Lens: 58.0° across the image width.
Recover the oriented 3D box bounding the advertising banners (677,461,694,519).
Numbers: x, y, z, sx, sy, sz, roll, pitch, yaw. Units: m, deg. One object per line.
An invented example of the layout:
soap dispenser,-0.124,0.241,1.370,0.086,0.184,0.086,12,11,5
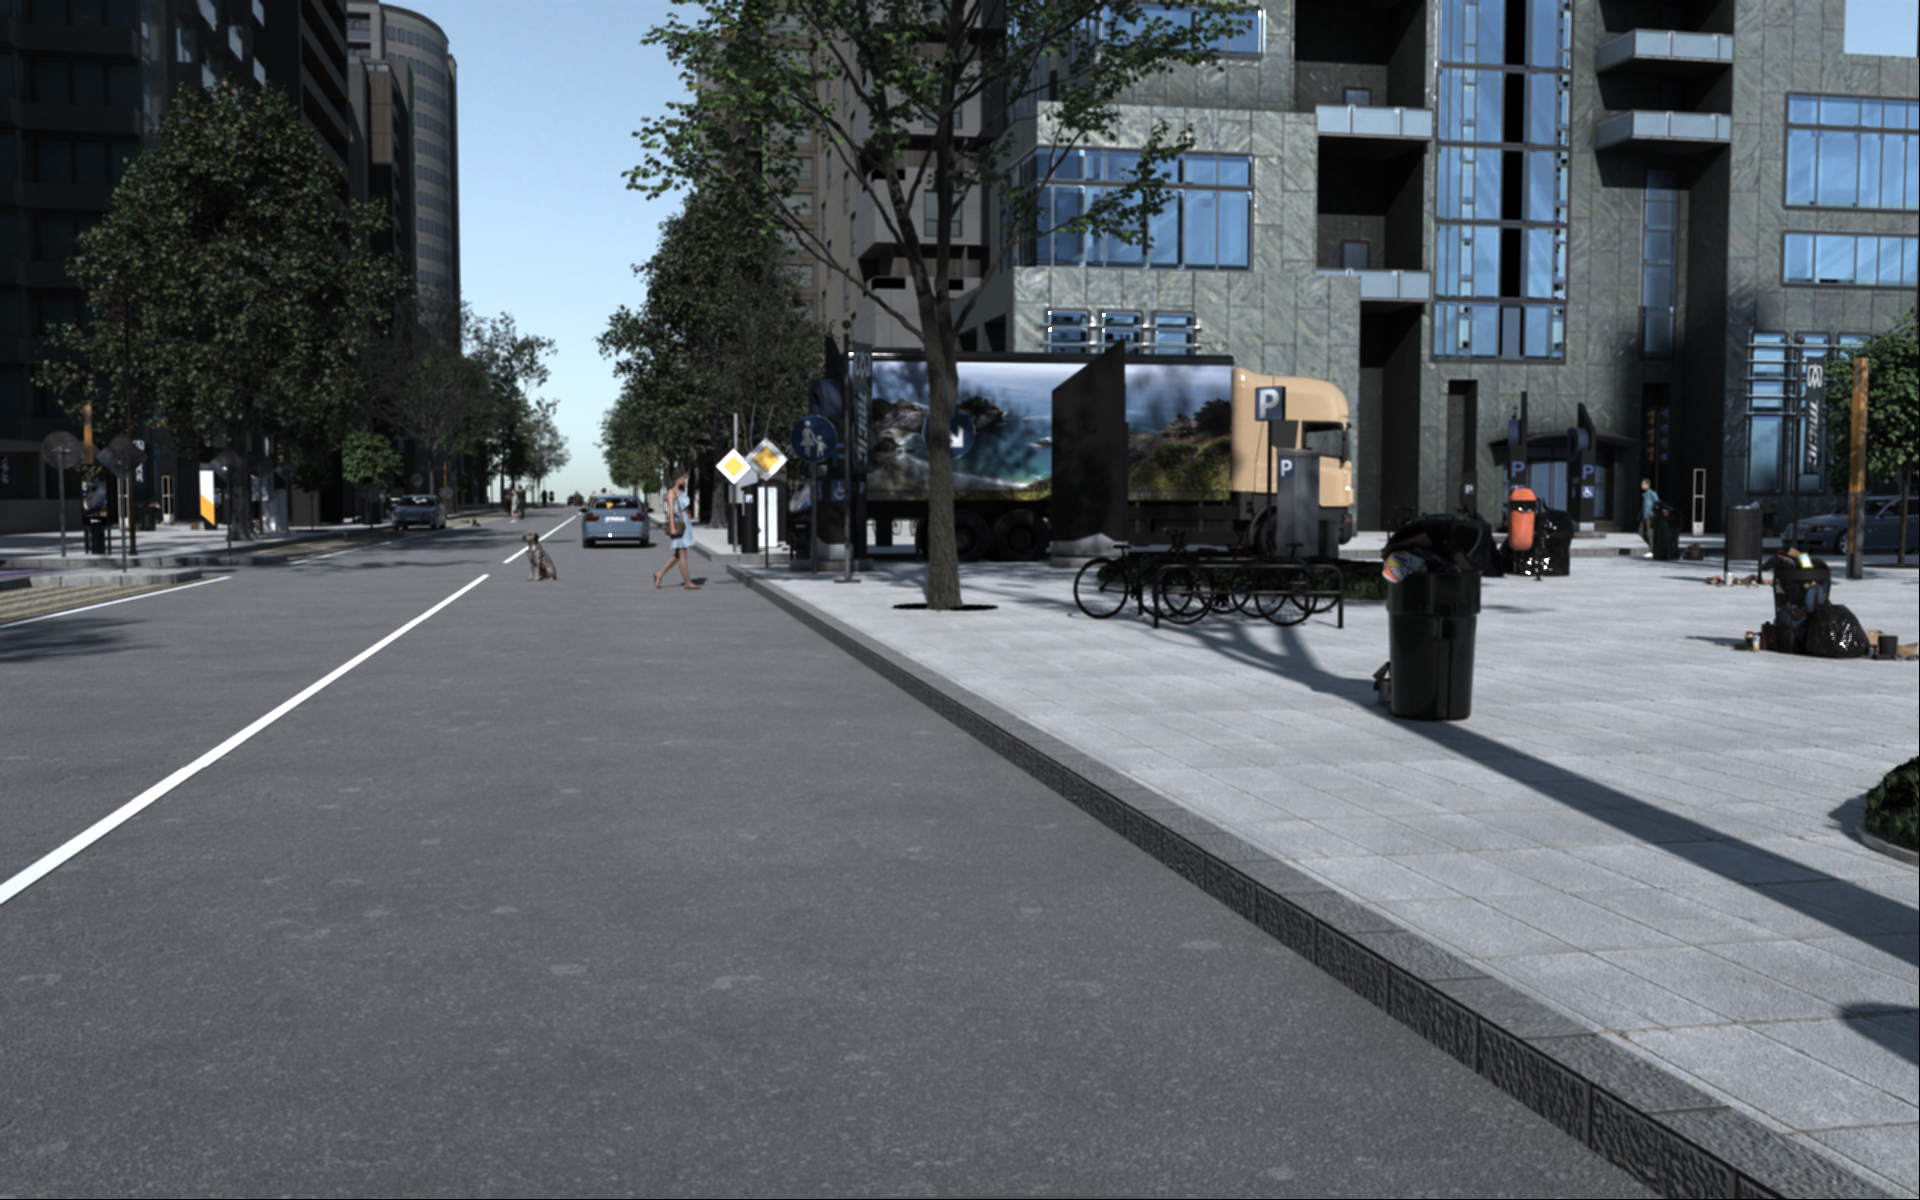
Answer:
advertising banners,-13.858,-5.654,88.632,0.090,3.025,2.074,2,4,26

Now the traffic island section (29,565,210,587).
traffic island section,-13.646,-0.365,28.249,2.009,0.180,2.903,-1,4,-11

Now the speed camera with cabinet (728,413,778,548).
speed camera with cabinet,-5.007,-2.904,41.816,0.660,3.252,2.038,-2,4,-26

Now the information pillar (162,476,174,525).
information pillar,-32.655,-4.095,71.440,0.304,2.012,0.304,1,4,11

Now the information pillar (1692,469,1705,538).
information pillar,21.758,-2.847,51.034,0.304,2.012,0.304,1,4,18

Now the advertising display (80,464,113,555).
advertising display,-18.350,-1.934,36.828,0.974,1.923,0.123,2,4,33

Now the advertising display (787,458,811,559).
advertising display,-2.809,-1.573,30.938,0.123,1.923,0.974,-2,4,-34

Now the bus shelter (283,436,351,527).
bus shelter,-26.078,-4.842,70.451,1.731,3.624,6.357,-1,4,-12

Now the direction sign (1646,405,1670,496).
direction sign,17.887,-3.209,44.469,0.379,3.537,0.876,-1,4,-13

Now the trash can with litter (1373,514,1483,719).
trash can with litter,2.655,0.074,10.174,0.624,1.170,1.055,0,4,-2

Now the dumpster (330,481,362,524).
dumpster,-27.027,-4.298,76.027,1.264,1.857,1.865,-1,4,-12

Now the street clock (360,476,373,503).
street clock,-24.349,-4.069,71.095,0.358,2.002,0.471,2,4,31

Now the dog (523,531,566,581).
dog,-6.834,-0.728,28.742,0.800,0.831,0.513,-1,4,-13

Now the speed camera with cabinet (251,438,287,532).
speed camera with cabinet,-23.721,-3.982,59.448,0.660,3.252,2.038,0,4,-4

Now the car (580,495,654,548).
car,-9.370,-2.157,47.266,2.014,1.417,4.499,-1,4,-10

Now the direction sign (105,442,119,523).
direction sign,-37.120,-5.139,76.021,0.379,3.537,0.876,1,4,23

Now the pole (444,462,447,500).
pole,-32.262,-7.016,108.562,0.158,3.312,0.155,0,3,0

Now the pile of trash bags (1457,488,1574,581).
pile of trash bags,8.618,-1.062,27.110,1.912,1.369,3.447,1,4,10

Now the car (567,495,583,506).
car,-47.339,-12.251,212.880,1.945,1.354,3.894,-1,4,-11

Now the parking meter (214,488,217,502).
parking meter,-31.931,-4.037,74.415,0.372,1.533,0.369,0,3,0

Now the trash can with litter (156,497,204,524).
trash can with litter,-33.488,-3.849,73.995,2.233,1.210,1.678,0,4,4

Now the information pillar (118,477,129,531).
information pillar,-29.041,-3.402,60.120,0.304,2.012,0.304,-2,4,-27

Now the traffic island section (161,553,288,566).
traffic island section,-15.231,-0.844,36.076,2.009,0.180,2.903,-1,4,-11

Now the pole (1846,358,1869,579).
pole,13.482,-1.968,26.016,0.158,3.312,0.155,0,3,0

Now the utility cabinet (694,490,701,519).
utility cabinet,-12.947,-4.802,87.192,0.318,1.500,1.173,1,4,20

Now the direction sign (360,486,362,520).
direction sign,-29.364,-5.677,84.812,0.876,3.537,0.379,-3,4,-37

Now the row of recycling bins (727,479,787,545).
row of recycling bins,-5.333,-2.358,45.674,1.069,1.692,3.534,1,4,10

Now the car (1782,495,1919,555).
car,21.488,-1.737,40.408,4.499,1.417,2.014,-1,4,-11

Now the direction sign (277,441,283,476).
direction sign,-28.806,-5.035,74.320,0.876,3.537,0.379,-1,4,-9

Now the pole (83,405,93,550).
pole,-20.006,-2.810,39.795,0.158,3.312,0.155,0,3,0

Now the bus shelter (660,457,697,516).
bus shelter,-15.882,-6.359,97.889,2.014,3.302,5.546,-1,4,-11

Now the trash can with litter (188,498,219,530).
trash can with litter,-27.264,-3.120,62.397,1.055,1.170,0.624,-1,4,-22

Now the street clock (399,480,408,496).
street clock,-27.947,-5.046,87.069,0.471,2.002,0.358,3,5,41

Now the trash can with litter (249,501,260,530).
trash can with litter,-24.483,-3.052,61.282,1.055,1.170,0.624,0,4,-3

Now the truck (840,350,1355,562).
truck,3.085,-2.867,35.796,11.283,4.237,2.839,-1,4,-10

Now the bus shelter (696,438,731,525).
bus shelter,-10.754,-5.159,75.625,1.731,3.624,6.357,-1,4,-11

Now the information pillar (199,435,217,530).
information pillar,-26.577,-4.270,61.164,0.504,3.616,0.183,0,4,-1

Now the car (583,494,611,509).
car,-19.599,-5.167,94.704,2.015,1.641,3.980,-1,4,-13

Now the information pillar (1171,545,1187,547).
information pillar,5.268,-3.104,42.109,0.504,3.616,0.183,2,4,30

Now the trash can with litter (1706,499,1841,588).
trash can with litter,11.524,-0.823,24.508,2.233,1.210,1.678,0,4,-4

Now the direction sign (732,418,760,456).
direction sign,-6.395,-3.657,51.792,0.876,3.537,0.379,1,4,13

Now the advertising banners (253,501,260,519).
advertising banners,-35.048,-5.547,86.882,0.090,3.025,2.074,-3,5,-43

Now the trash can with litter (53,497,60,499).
trash can with litter,-37.721,-3.735,72.459,0.624,1.170,1.055,-1,4,-13

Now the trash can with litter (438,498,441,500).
trash can with litter,-32.281,-5.887,107.644,1.055,1.170,0.624,1,4,12

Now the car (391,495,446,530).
car,-21.912,-3.559,70.198,2.014,1.417,4.499,-1,4,-10

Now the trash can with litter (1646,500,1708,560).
trash can with litter,13.950,-1.364,33.694,1.055,1.170,0.624,0,4,-1

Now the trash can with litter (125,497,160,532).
trash can with litter,-28.063,-2.939,59.432,0.624,1.170,1.055,2,4,35

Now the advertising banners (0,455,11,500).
advertising banners,-40.912,-4.692,72.906,0.090,3.025,2.074,2,4,31

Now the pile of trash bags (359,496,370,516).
pile of trash bags,-34.764,-5.569,100.803,1.912,1.369,3.447,-2,4,-30

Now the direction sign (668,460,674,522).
direction sign,-12.999,-5.260,78.000,0.379,3.537,0.876,0,4,2

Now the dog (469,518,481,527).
dog,-21.210,-3.390,75.623,0.550,0.427,0.748,0,4,-5

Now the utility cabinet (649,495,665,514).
utility cabinet,-19.264,-6.050,110.083,0.306,1.237,1.020,3,5,43

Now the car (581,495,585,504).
car,-54.104,-14.219,245.065,1.945,1.354,3.894,-1,4,-12

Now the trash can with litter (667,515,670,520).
trash can with litter,-13.938,-4.518,85.262,0.624,1.170,1.055,2,4,26
